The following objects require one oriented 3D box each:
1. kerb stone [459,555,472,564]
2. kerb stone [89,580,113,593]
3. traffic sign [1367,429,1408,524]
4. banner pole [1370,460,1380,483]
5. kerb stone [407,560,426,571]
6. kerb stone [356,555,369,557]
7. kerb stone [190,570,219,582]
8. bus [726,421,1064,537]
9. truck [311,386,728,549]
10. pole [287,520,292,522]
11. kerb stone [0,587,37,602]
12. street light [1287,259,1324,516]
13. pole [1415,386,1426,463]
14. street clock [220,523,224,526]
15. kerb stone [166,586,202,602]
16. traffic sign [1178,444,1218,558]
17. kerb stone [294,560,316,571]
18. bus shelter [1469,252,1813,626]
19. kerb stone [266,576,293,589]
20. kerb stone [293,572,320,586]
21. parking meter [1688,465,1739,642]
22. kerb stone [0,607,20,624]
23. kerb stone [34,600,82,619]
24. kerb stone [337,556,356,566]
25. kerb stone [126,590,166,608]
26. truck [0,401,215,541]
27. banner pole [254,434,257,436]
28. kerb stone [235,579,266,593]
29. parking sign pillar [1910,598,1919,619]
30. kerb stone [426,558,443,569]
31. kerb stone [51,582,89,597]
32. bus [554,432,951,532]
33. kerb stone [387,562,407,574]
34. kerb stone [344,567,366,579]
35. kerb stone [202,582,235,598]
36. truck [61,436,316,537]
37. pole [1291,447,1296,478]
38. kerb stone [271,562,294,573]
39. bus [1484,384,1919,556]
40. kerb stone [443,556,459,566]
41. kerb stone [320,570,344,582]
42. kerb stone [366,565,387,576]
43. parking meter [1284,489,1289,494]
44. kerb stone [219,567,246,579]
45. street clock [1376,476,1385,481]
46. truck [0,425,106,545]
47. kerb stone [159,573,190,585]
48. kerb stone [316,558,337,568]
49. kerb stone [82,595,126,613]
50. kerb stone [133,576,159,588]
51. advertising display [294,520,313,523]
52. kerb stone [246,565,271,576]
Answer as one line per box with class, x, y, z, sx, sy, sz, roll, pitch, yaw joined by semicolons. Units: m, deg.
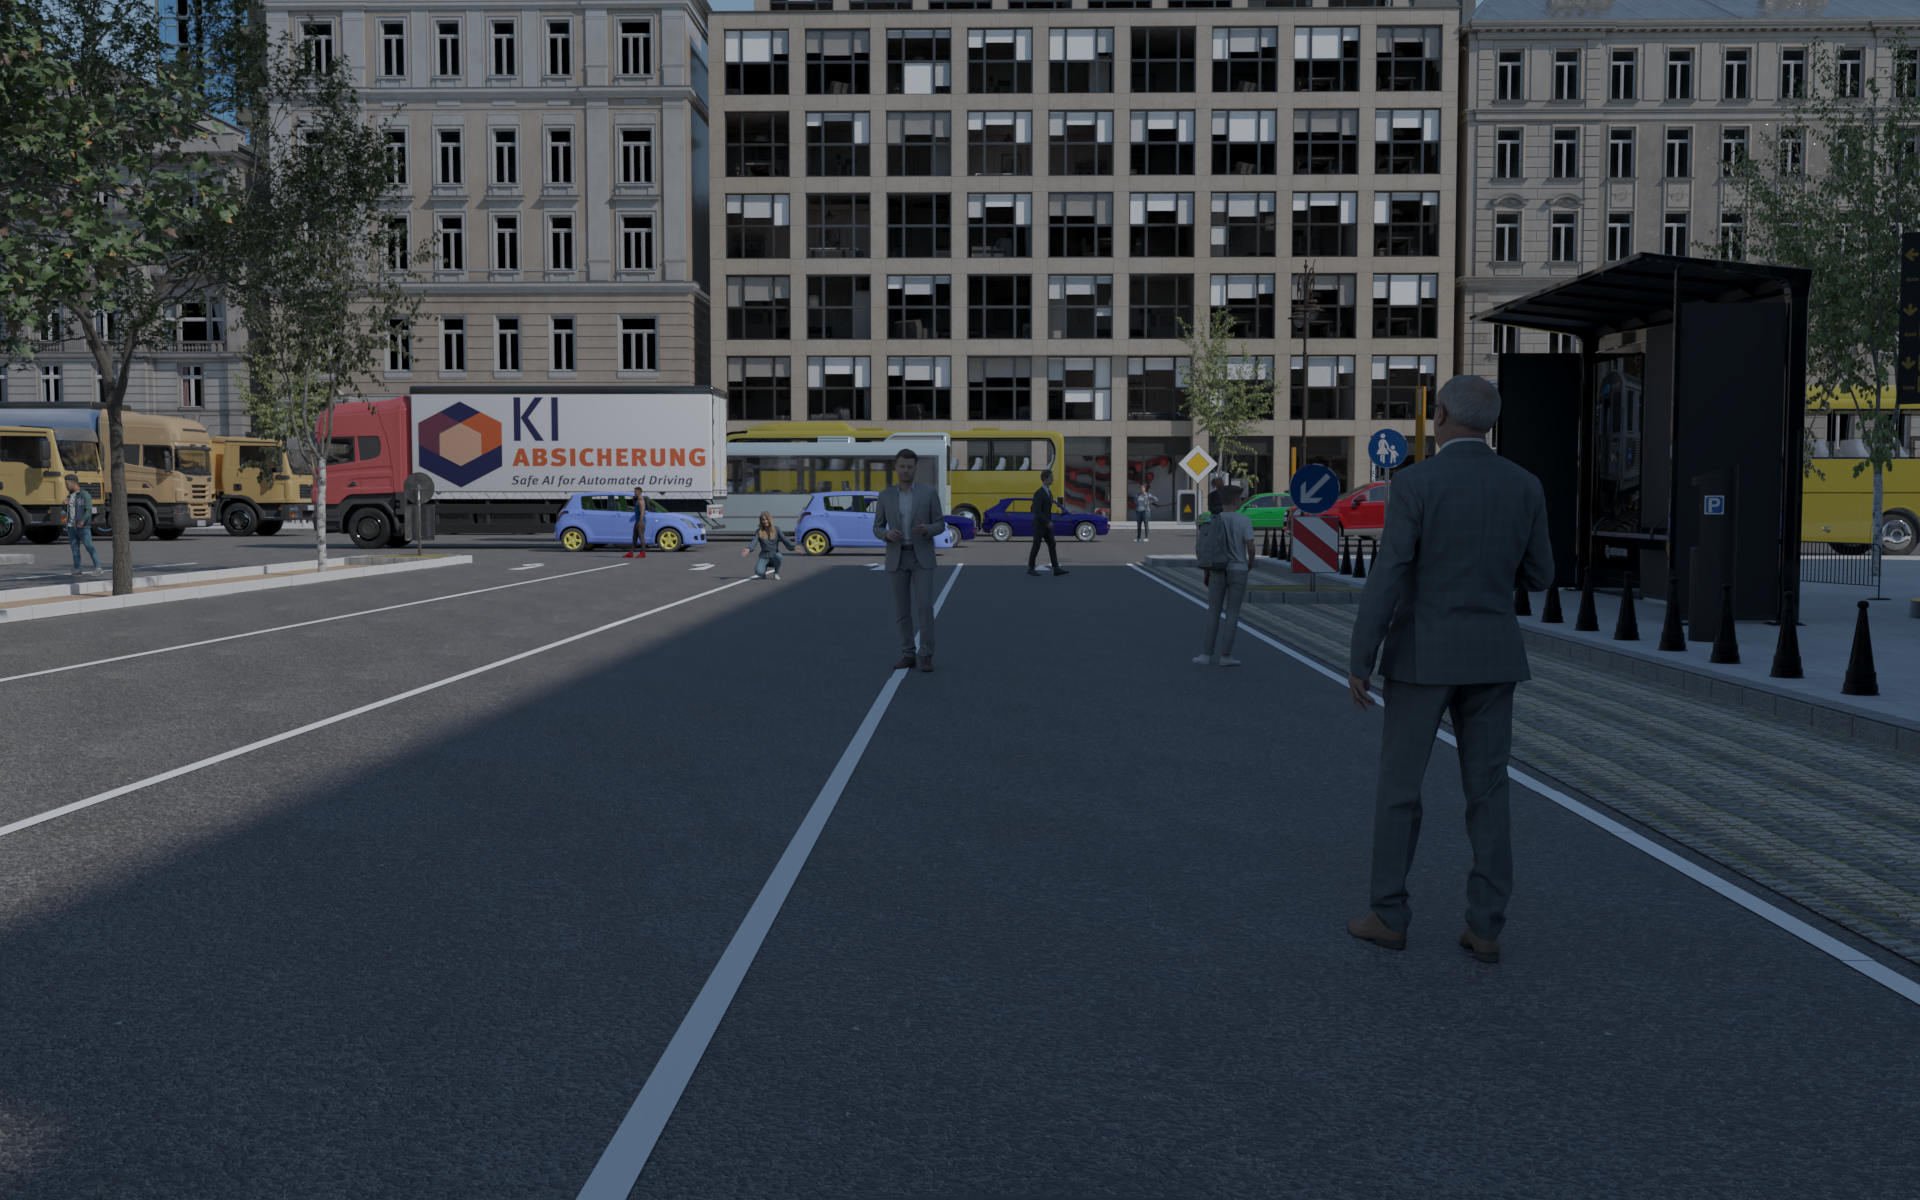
kerb stone;-10.266;-0.825;35.691;0.120;0.150;1.000;0;4;1
kerb stone;-12.596;-0.198;25.430;0.120;0.150;1.000;0;4;1
traffic sign;8.324;-2.060;33.791;0.768;2.556;0.104;0;4;7
banner pole;16.929;-4.923;70.511;0.863;3.779;0.401;-3;5;-42
kerb stone;-10.333;-0.637;32.608;0.120;0.150;1.000;0;4;1
kerb stone;-12.358;-0.827;35.723;0.120;0.150;1.000;0;4;1
kerb stone;-12.523;-0.386;28.512;0.120;0.150;1.000;0;4;1
bus;-2.577;-4.142;59.273;12.252;3.916;2.896;0;4;3
truck;-11.960;-3.495;46.055;11.283;4.237;2.839;0;4;1
pole;-30.347;-5.166;78.300;0.158;3.312;0.155;0;3;0
kerb stone;-12.643;-0.072;23.379;0.120;0.150;1.000;0;4;1
street light;6.810;-3.761;34.276;0.468;5.910;1.993;0;4;1
pole;8.744;-2.392;32.947;0.158;3.312;0.155;0;3;0
street clock;-30.007;-4.034;70.526;0.358;2.002;0.471;3;4;36
kerb stone;-10.549;-0.071;23.353;0.120;0.150;1.000;0;4;1
traffic sign;4.781;-1.911;34.880;0.795;2.450;0.064;0;4;1
kerb stone;-12.437;-0.638;32.631;0.120;0.150;1.000;0;4;1
bus shelter;7.526;-1.751;19.917;1.731;3.624;6.357;0;4;1
kerb stone;-10.481;-0.253;26.442;0.120;0.150;1.000;0;4;1
kerb stone;-10.447;-0.320;27.474;0.120;0.150;1.000;0;4;1
parking meter;6.565;-0.409;15.094;0.372;1.533;0.369;0;3;0
kerb stone;-10.645;0.186;19.230;0.120;0.150;1.000;0;4;1
kerb stone;-10.623;0.119;20.255;0.120;0.150;1.000;0;4;1
kerb stone;-12.384;-0.764;34.682;0.120;0.150;1.000;0;4;1
kerb stone;-10.567;-0.007;22.315;0.120;0.150;1.000;0;4;1
truck;-28.424;-3.957;53.608;11.283;4.237;2.839;0;4;1
banner pole;-28.773;-4.955;71.029;0.401;3.779;0.863;-3;4;-38
kerb stone;-10.498;-0.194;25.406;0.120;0.150;1.000;0;4;1
parking sign pillar;10.590;-1.787;17.692;1.447;3.967;1.447;0;4;3
kerb stone;-10.304;-0.700;33.634;0.120;0.150;1.000;0;4;1
kerb stone;-12.627;-0.135;24.405;0.120;0.150;1.000;0;4;1
bus;-6.953;-3.549;52.889;13.247;3.499;2.948;0;4;3
kerb stone;-10.356;-0.574;31.579;0.120;0.150;1.000;0;4;1
kerb stone;-10.419;-0.448;29.526;0.120;0.150;1.000;0;4;1
kerb stone;-10.517;-0.134;24.380;0.120;0.150;1.000;0;4;1
truck;-26.270;-3.868;59.172;9.791;3.379;3.469;0;3;0
pole;14.590;-5.014;75.817;0.158;3.312;0.155;0;3;0
kerb stone;-12.464;-0.576;31.605;0.120;0.150;1.000;0;4;1
bus;17.583;-2.941;39.640;12.252;3.916;2.896;0;4;3
kerb stone;-10.289;-0.763;34.663;0.120;0.150;1.000;0;4;1
kerb stone;-10.429;-0.386;28.500;0.120;0.150;1.000;0;4;1
kerb stone;-10.387;-0.511;30.554;0.120;0.150;1.000;0;4;1
parking meter;19.957;-5.925;105.280;0.372;1.533;0.369;0;3;0
kerb stone;-12.500;-0.445;29.547;0.120;0.150;1.000;0;4;1
street clock;16.833;-3.945;69.063;0.358;2.002;0.471;-2;4;-35
truck;-28.861;-3.268;49.355;9.791;3.379;3.469;0;4;0
kerb stone;-12.548;-0.321;27.486;0.120;0.150;1.000;0;4;1
kerb stone;-12.406;-0.701;33.657;0.120;0.150;1.000;0;4;1
kerb stone;-10.593;0.056;21.281;0.120;0.150;1.000;0;4;1
kerb stone;-12.580;-0.261;26.461;0.120;0.150;1.000;0;4;1
advertising display;-28.826;-4.333;76.066;0.123;1.923;0.974;3;5;40
kerb stone;-12.484;-0.509;30.572;0.120;0.150;1.000;0;4;1
